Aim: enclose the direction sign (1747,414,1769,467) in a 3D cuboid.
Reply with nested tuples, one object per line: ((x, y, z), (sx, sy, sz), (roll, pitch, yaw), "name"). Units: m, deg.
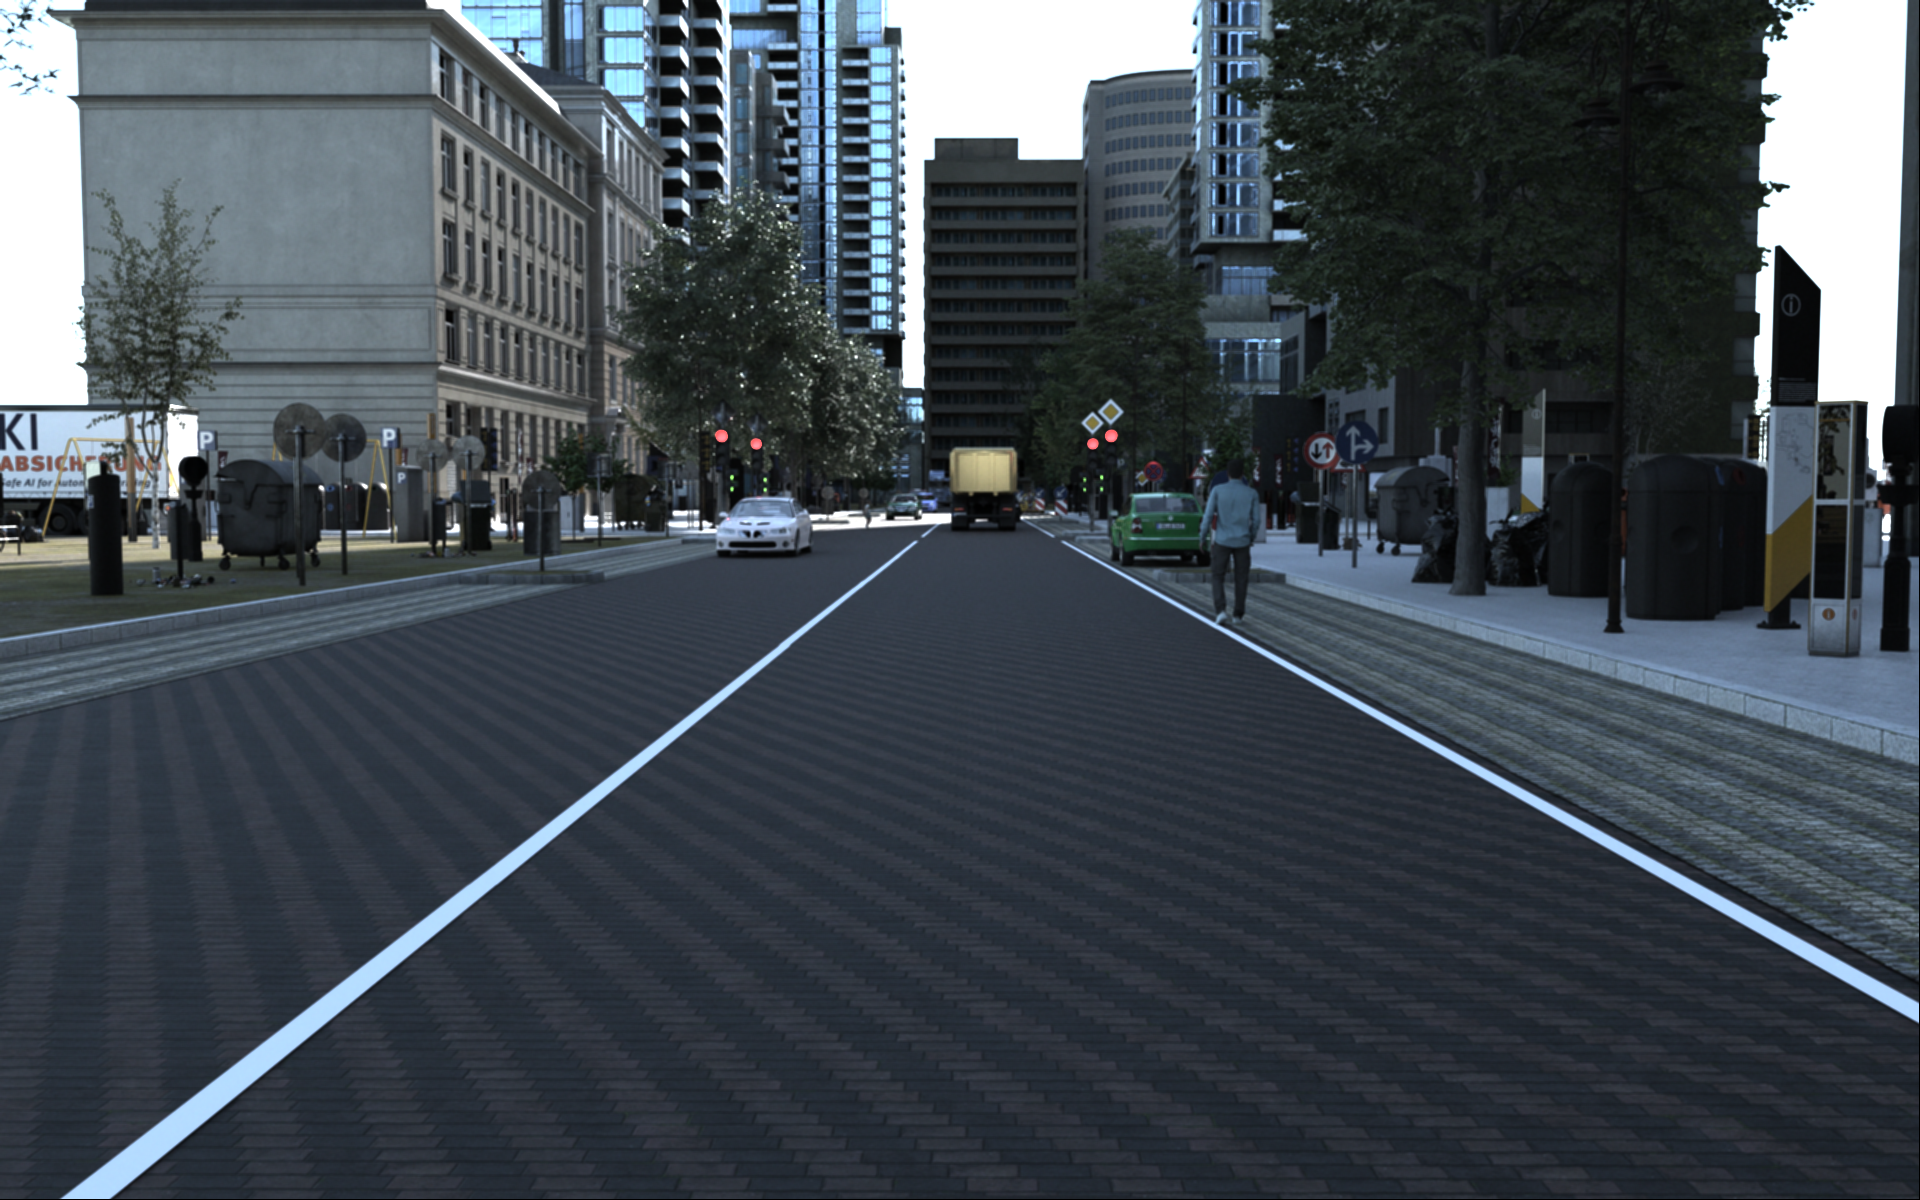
((22.844, -3.507, 49.330), (0.876, 3.537, 0.379), (0, 4, 4), "direction sign")

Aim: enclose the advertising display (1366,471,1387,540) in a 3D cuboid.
((11.878, -2.645, 48.461), (0.974, 1.923, 0.123), (0, 4, 3), "advertising display")

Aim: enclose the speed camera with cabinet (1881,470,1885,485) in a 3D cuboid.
((60.378, -7.362, 114.706), (0.660, 3.252, 2.038), (-2, 4, -23), "speed camera with cabinet")

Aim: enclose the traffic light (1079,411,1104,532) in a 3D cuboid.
((4.480, -4.283, 58.940), (0.839, 4.253, 0.868), (0, 4, 1), "traffic light")

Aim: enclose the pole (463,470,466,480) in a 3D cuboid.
((-19.424, -4.538, 68.037), (0.158, 3.312, 0.155), (0, 3, 0), "pole")

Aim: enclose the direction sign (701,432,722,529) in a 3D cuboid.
((-9.032, -4.363, 63.328), (0.876, 3.537, 0.379), (-1, 4, -15), "direction sign")

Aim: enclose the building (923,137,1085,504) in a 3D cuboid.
((5.835, -37.590, 238.290), (21.600, 48.544, 21.300), (0, 4, 1), "building")

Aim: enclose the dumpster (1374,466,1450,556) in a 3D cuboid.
((9.565, -1.886, 36.592), (1.264, 1.857, 1.865), (0, 4, 1), "dumpster")

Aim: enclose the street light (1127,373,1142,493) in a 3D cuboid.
((6.586, -5.663, 65.377), (0.468, 5.910, 1.993), (0, 4, 1), "street light")

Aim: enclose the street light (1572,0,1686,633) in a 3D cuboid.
((6.060, -2.635, 15.874), (0.468, 5.910, 1.993), (0, 4, 1), "street light")

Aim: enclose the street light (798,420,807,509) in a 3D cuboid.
((-8.493, -7.397, 93.723), (0.468, 5.910, 1.993), (0, 4, 1), "street light")

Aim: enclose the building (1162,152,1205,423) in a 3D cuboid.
((35.266, -30.258, 186.604), (32.217, 40.220, 23.993), (0, 4, 1), "building")

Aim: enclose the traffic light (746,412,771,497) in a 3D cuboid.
((-6.880, -4.288, 59.031), (0.839, 4.253, 0.868), (0, 4, 1), "traffic light")

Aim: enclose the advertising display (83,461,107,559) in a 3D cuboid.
((-16.815, -1.743, 33.718), (0.123, 1.923, 0.974), (-3, 5, -44), "advertising display")

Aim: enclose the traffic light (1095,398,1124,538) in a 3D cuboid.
((4.405, -3.794, 50.955), (0.839, 4.253, 0.868), (0, 4, 1), "traffic light")

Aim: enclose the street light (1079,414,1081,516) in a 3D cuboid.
((6.929, -7.757, 99.614), (0.468, 5.910, 1.993), (0, 4, 1), "street light")

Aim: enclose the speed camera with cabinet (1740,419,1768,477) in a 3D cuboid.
((20.330, -3.103, 45.071), (2.038, 3.252, 0.660), (-3, 5, -44), "speed camera with cabinet")

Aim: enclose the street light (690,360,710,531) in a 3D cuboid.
((-8.971, -5.322, 59.798), (0.468, 5.910, 1.993), (0, 4, 1), "street light")

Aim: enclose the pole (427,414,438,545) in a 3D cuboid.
((-13.404, -3.066, 43.973), (0.158, 3.312, 0.155), (0, 3, 0), "pole")

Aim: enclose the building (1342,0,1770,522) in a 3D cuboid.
((24.915, -18.564, 75.217), (14.107, 30.474, 14.160), (0, 4, 1), "building")

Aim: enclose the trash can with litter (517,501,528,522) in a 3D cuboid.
((-19.841, -4.158, 79.365), (0.624, 1.170, 1.055), (2, 4, 27), "trash can with litter")

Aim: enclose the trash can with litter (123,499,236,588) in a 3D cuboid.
((-11.159, -0.822, 24.493), (1.678, 1.210, 2.233), (-1, 4, -23), "trash can with litter")

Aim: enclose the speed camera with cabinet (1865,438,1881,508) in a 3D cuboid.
((31.140, -4.075, 60.963), (2.038, 3.252, 0.660), (2, 4, 27), "speed camera with cabinet")

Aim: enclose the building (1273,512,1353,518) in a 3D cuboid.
((29.986, -48.428, 104.461), (22.319, 86.520, 31.000), (0, 4, 1), "building")

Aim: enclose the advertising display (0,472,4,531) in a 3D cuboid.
((-28.285, -2.772, 50.538), (0.974, 1.923, 0.123), (2, 4, 26), "advertising display")

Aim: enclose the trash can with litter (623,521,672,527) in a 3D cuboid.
((-12.316, -3.475, 67.878), (2.233, 1.210, 1.678), (-2, 4, -26), "trash can with litter")

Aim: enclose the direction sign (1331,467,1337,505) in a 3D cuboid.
((16.101, -5.050, 74.568), (0.379, 3.537, 0.876), (0, 4, -4), "direction sign")

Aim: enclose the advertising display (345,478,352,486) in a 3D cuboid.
((-24.534, -3.927, 69.427), (0.123, 1.923, 0.974), (0, 4, -5), "advertising display")

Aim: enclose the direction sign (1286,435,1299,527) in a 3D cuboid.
((12.870, -4.596, 67.149), (0.379, 3.537, 0.876), (-1, 4, -21), "direction sign")

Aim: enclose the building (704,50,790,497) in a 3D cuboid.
((-34.105, -34.741, 187.628), (30.456, 49.044, 23.786), (0, 4, 1), "building")

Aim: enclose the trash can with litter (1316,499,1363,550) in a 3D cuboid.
((8.738, -1.742, 39.862), (1.055, 1.170, 0.624), (2, 4, 28), "trash can with litter")

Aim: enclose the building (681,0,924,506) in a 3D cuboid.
((-20.457, -56.599, 238.072), (31.000, 86.520, 22.319), (0, 4, 1), "building")

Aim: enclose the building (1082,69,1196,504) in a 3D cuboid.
((31.247, -42.561, 237.873), (28.212, 58.520, 21.231), (0, 4, 1), "building")

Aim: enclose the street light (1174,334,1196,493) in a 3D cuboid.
((6.486, -4.729, 50.114), (0.468, 5.910, 1.993), (0, 4, 1), "street light")

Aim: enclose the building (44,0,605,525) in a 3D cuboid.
((-28.584, -15.399, 85.050), (16.112, 22.955, 30.059), (0, 4, 1), "building")

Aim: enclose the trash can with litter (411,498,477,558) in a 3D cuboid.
((-10.488, -1.509, 35.727), (1.678, 1.210, 2.233), (0, 4, 6), "trash can with litter")

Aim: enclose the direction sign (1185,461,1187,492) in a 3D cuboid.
((14.177, -7.145, 108.815), (0.379, 3.537, 0.876), (1, 4, 14), "direction sign")

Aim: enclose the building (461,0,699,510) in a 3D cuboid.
((-30.778, -51.133, 148.697), (22.319, 86.520, 31.000), (0, 4, 1), "building")

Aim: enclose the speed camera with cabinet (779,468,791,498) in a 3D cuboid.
((-13.032, -8.008, 125.260), (0.660, 3.252, 2.038), (2, 4, 32), "speed camera with cabinet")

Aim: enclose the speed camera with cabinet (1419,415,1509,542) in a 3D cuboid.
((12.178, -2.908, 41.876), (2.038, 3.252, 0.660), (0, 4, 2), "speed camera with cabinet")

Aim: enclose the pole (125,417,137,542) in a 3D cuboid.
((-22.094, -3.200, 46.163), (0.158, 3.312, 0.155), (0, 3, 0), "pole")

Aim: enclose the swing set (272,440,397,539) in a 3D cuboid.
((-18.010, -3.148, 49.093), (3.119, 2.851, 2.862), (-3, 4, -37), "swing set")

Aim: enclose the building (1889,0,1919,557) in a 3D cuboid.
((29.975, -24.493, 24.159), (21.300, 48.544, 21.600), (0, 4, 1), "building")

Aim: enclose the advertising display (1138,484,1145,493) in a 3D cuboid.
((9.403, -5.207, 90.341), (0.123, 1.923, 0.974), (-1, 4, -22), "advertising display")

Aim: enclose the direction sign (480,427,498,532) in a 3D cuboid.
((-16.121, -4.118, 59.328), (0.379, 3.537, 0.876), (1, 4, 22), "direction sign")

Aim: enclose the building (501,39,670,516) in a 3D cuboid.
((-26.702, -19.816, 109.899), (13.634, 28.700, 20.117), (0, 4, 1), "building")

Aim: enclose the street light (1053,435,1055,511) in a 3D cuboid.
((7.300, -9.840, 133.672), (0.468, 5.910, 1.993), (0, 4, 1), "street light")

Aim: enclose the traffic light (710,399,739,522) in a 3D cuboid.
((-6.956, -3.800, 51.046), (0.839, 4.253, 0.868), (0, 4, 1), "traffic light")

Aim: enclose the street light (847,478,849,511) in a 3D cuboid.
((-8.265, -9.472, 127.650), (0.468, 5.910, 1.993), (0, 4, 1), "street light")

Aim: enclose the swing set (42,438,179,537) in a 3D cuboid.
((-24.052, -3.184, 49.674), (2.862, 2.851, 3.119), (2, 4, 26), "swing set")

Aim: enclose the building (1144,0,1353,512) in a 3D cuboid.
((29.641, -51.667, 157.419), (22.319, 86.520, 31.000), (0, 4, 1), "building")

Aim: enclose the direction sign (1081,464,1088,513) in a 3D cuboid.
((8.780, -7.816, 119.781), (0.876, 3.537, 0.379), (2, 4, 32), "direction sign")
